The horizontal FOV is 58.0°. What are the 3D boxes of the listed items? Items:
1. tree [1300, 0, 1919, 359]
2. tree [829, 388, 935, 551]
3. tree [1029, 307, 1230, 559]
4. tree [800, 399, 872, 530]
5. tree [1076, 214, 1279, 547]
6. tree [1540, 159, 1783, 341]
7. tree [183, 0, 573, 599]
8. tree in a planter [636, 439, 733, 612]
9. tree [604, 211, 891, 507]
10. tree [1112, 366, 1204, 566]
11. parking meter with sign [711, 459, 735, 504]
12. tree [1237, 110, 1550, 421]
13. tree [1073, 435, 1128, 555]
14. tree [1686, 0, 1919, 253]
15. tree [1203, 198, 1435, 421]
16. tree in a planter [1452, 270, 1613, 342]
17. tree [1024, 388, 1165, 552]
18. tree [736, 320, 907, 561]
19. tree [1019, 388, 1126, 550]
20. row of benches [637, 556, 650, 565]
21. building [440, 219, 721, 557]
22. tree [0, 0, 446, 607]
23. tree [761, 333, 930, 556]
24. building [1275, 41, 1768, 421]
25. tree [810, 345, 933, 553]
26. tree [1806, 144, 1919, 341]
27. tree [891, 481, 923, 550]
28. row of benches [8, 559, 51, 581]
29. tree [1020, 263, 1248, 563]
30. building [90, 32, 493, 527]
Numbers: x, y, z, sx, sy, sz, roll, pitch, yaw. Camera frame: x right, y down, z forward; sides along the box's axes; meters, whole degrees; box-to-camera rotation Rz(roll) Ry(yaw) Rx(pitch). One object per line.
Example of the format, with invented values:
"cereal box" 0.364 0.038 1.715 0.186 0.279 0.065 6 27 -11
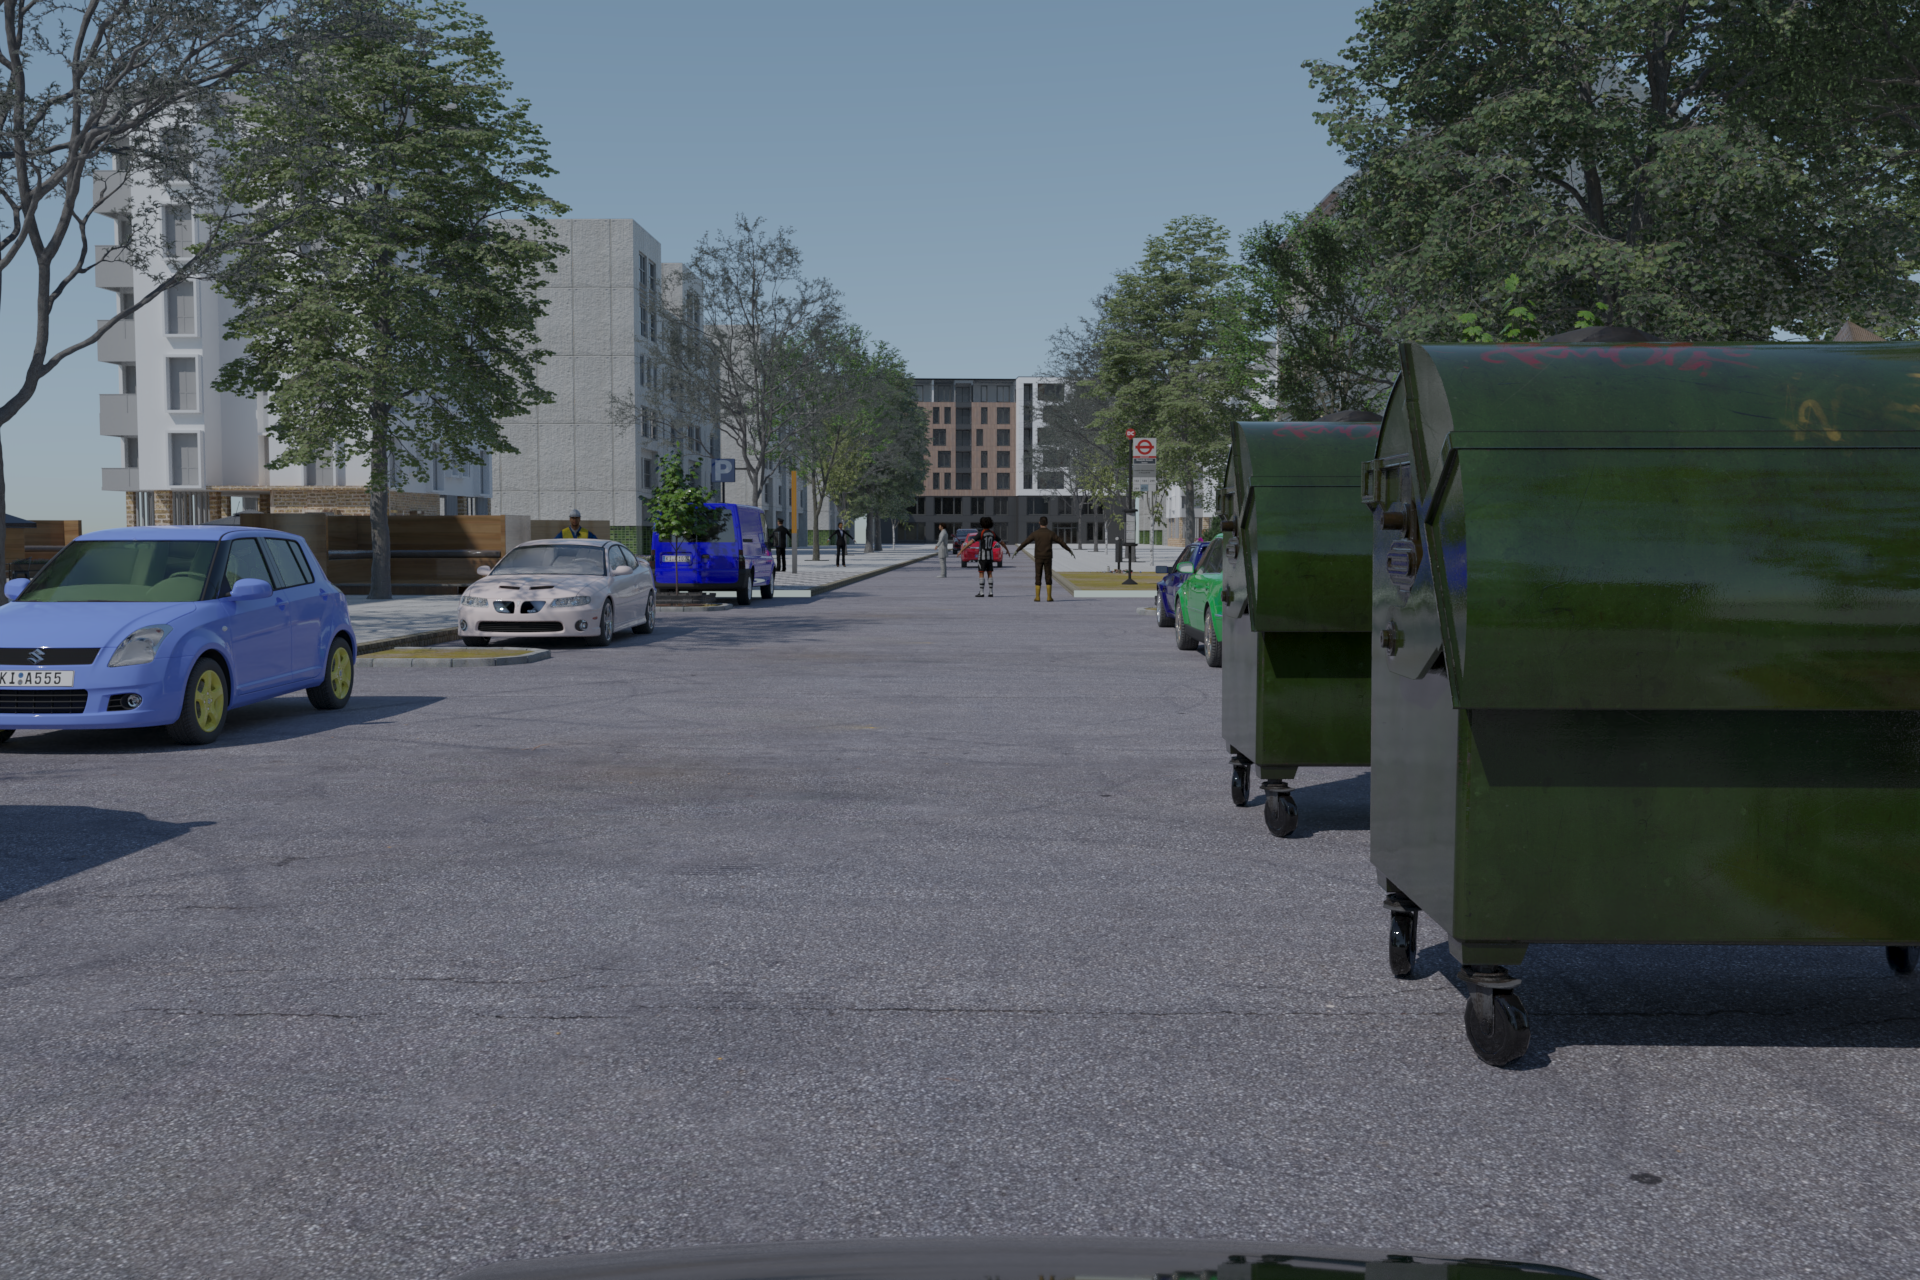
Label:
"tree" 9.882 -7.277 25.638 9.857 13.997 8.962 0 3 0
"tree" -6.249 -13.797 132.229 9.857 13.997 8.962 0 3 0
"tree" 8.650 -10.982 89.925 12.009 13.543 11.850 0 3 0
"tree" -6.472 -8.718 92.904 4.737 8.622 4.395 0 3 0
"tree" 7.918 -8.817 62.287 7.486 12.596 7.792 0 3 0
"tree" 22.181 -9.163 56.470 9.857 13.997 8.962 0 3 0
"tree" -11.392 -7.103 34.265 7.486 12.596 7.792 0 3 0
"tree in a planter" -5.381 -2.177 32.810 1.991 3.239 1.994 0 4 2
"tree" -7.750 -9.488 65.497 12.009 13.543 11.850 0 3 0
"tree" 7.962 -7.284 69.453 4.737 8.622 4.395 0 3 0
"parking meter with sign" -5.413 -2.728 40.864 0.543 3.016 1.738 0 4 3
"tree" 10.040 -6.365 38.473 7.601 10.594 8.767 2 4 28
"tree" 9.072 -9.634 107.875 4.737 8.622 4.395 0 3 0
"tree" 9.552 -4.867 13.984 7.601 10.594 8.767 0 4 -7
"tree" 11.072 -7.731 52.156 9.928 11.665 9.643 0 3 0
"tree in a planter" 3.793 -0.890 11.774 1.991 3.239 1.994 0 4 1
"tree" 9.738 -13.040 123.567 12.009 13.543 11.850 0 3 0
"tree" -6.711 -9.579 82.364 9.928 11.665 9.643 0 3 0
"tree" 9.619 -14.005 139.356 12.009 13.543 11.850 0 3 0
"row of benches" -10.229 -2.054 49.054 4.104 0.672 1.422 2 4 27
"building" -26.432 -15.096 113.270 16.747 18.905 31.486 0 4 1
"tree" -11.244 -6.708 20.042 12.009 13.543 11.850 0 3 0
"tree" -7.050 -11.804 103.365 12.009 13.543 11.850 0 3 0
"building" 26.232 -15.518 84.650 19.493 23.208 18.063 0 4 1
"tree" -6.265 -12.974 118.779 9.857 13.997 8.962 0 3 0
"tree" 25.255 -7.727 44.459 7.486 12.596 7.792 0 3 0
"tree" -5.271 -11.638 140.637 4.737 8.622 4.395 0 3 0
"row of benches" -22.344 -1.782 44.604 4.104 0.672 1.422 -2 4 -34
"tree" 7.854 -10.241 77.812 12.009 13.543 11.850 0 3 0
"building" -26.826 -12.871 66.868 16.016 20.090 11.380 0 4 1
